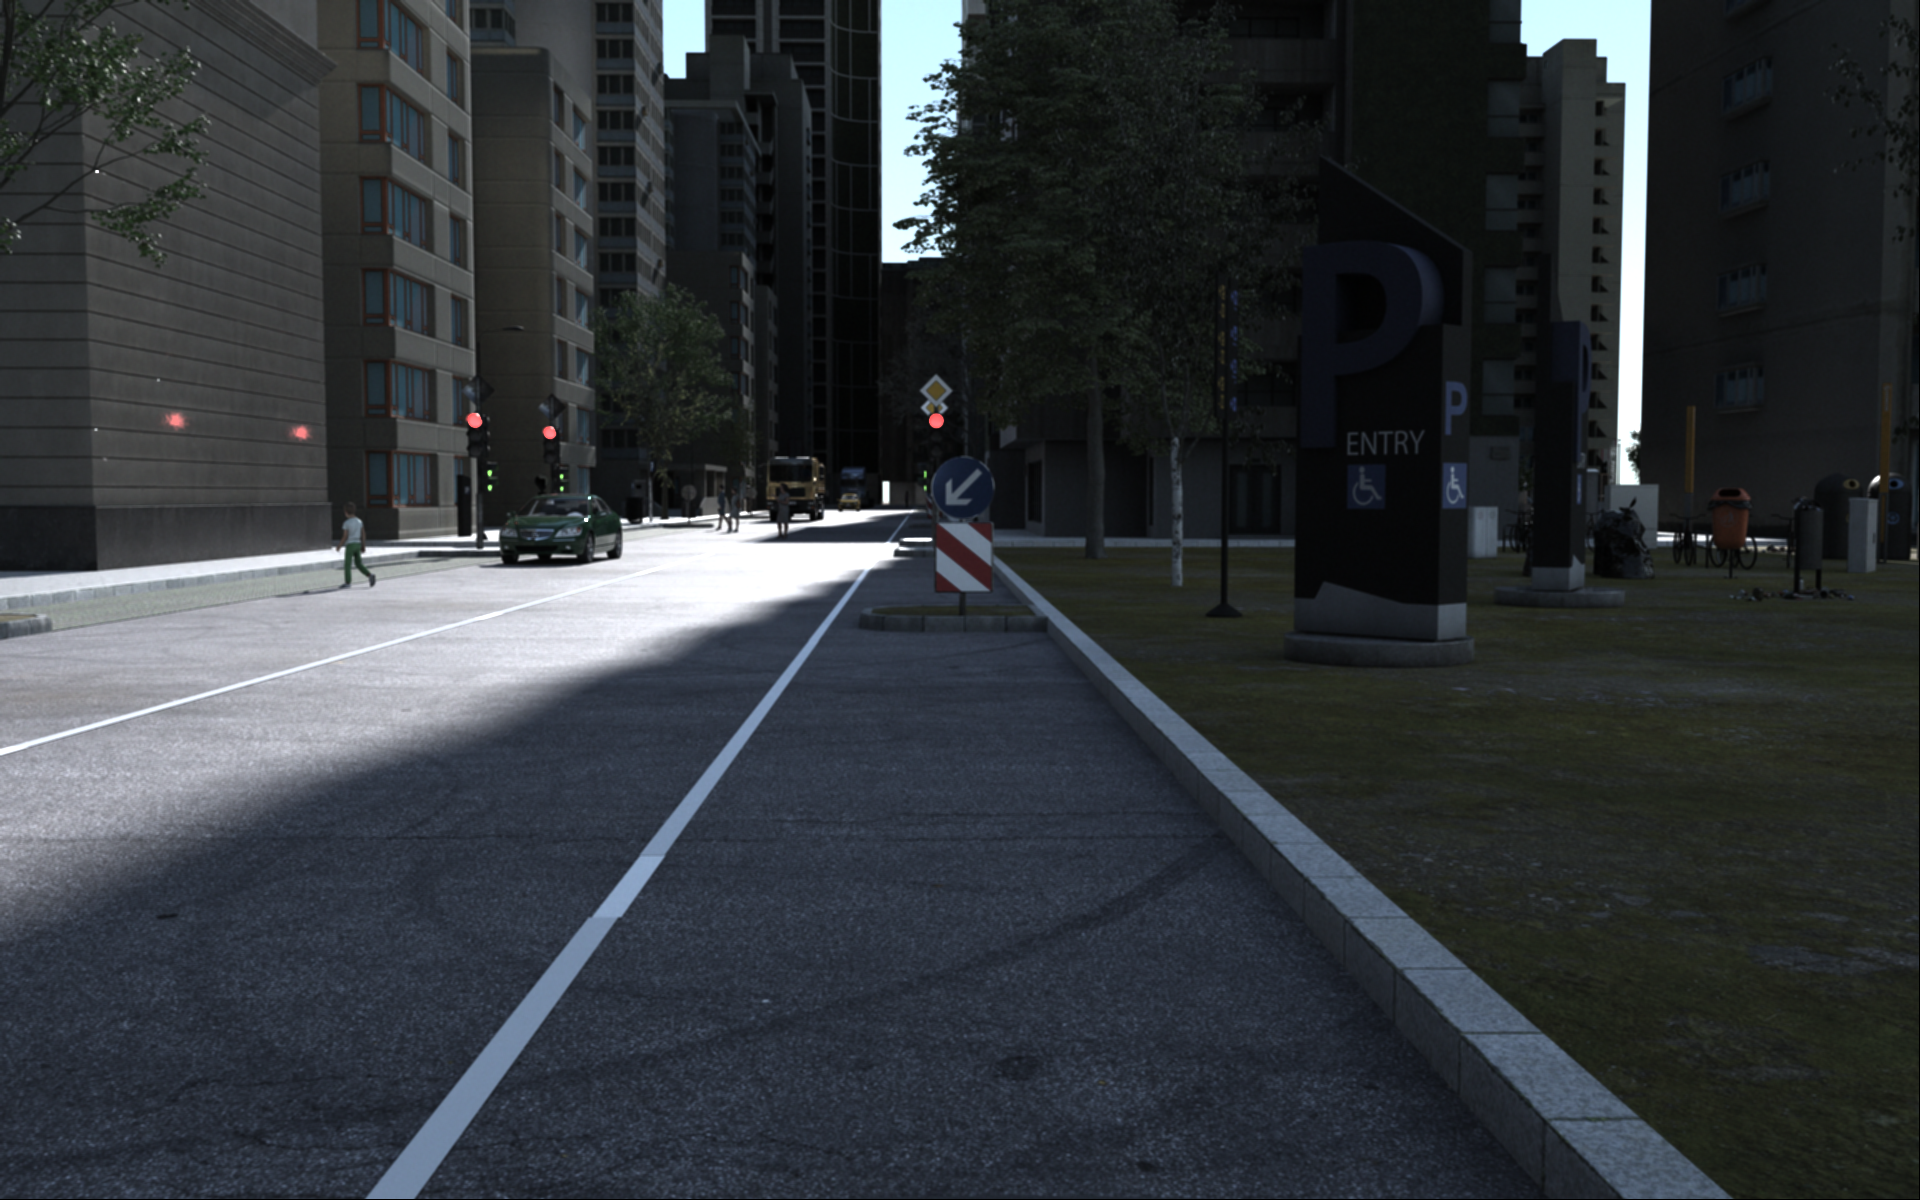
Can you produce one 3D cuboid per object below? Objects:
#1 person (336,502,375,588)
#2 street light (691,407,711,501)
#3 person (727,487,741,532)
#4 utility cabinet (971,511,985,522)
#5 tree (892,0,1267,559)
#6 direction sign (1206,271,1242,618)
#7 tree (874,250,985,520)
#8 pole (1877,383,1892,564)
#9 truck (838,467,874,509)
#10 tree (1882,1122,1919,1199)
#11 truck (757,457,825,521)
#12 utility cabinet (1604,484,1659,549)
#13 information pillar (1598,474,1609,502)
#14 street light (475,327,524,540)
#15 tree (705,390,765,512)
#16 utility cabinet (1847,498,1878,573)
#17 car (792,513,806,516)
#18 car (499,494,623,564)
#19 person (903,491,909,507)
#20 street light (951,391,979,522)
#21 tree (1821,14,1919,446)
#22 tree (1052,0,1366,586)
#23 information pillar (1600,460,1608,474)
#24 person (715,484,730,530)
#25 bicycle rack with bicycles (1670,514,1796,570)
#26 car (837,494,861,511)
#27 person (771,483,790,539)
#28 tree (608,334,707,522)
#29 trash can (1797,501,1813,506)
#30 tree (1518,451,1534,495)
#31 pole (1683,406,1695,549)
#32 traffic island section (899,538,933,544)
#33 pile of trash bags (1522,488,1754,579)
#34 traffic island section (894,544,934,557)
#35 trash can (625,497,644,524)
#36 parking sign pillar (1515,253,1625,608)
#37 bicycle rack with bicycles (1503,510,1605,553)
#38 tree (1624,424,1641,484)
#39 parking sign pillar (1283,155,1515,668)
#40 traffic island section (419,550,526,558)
[{"bbox_3d":[-9.252,-0.842,26.507,0.590,1.304,0.306,1,4,11],"label":"person"},{"bbox_3d":[-13.737,-7.321,92.240,1.470,5.913,1.316,0,4,-1],"label":"street light"},{"bbox_3d":[-8.462,-3.401,65.118,0.522,1.701,0.512,1,4,19],"label":"person"},{"bbox_3d":[0.982,-4.282,81.171,1.020,1.237,0.306,3,5,41],"label":"utility cabinet"},{"bbox_3d":[2.289,-7.102,34.245,7.486,12.596,7.792,0,3,0],"label":"tree"},{"bbox_3d":[2.770,-1.595,18.069,0.379,3.537,0.876,1,4,22],"label":"direction sign"},{"bbox_3d":[0.893,-10.682,85.017,12.009,13.543,11.850,0,3,0],"label":"tree"},{"bbox_3d":[17.010,-2.326,31.865,0.158,3.312,0.155,0,3,0],"label":"pole"},{"bbox_3d":[-10.467,-11.481,177.474,2.967,4.110,18.799,0,3,0],"label":"truck"},{"bbox_3d":[2.331,-4.705,2.690,9.928,11.665,9.643,0,3,0],"label":"tree"},{"bbox_3d":[-8.874,-5.990,93.856,3.469,3.379,9.791,0,4,-1],"label":"truck"},{"bbox_3d":[15.418,-1.906,39.834,1.173,1.500,0.318,0,4,-7],"label":"utility cabinet"},{"bbox_3d":[23.125,-3.539,62.359,0.304,2.012,0.304,-1,4,-10],"label":"information pillar"},{"bbox_3d":[-12.795,-4.624,48.149,1.470,5.913,1.316,0,4,-1],"label":"street light"},{"bbox_3d":[-15.368,-10.387,120.194,4.737,8.622,4.395,0,3,0],"label":"tree"},{"bbox_3d":[14.881,-1.063,28.539,0.306,1.237,1.020,3,4,36],"label":"utility cabinet"},{"bbox_3d":[-10.130,-6.081,111.223,2.131,1.459,4.920,0,4,-1],"label":"car"},{"bbox_3d":[-8.496,-1.552,37.168,2.131,1.459,4.920,0,4,1],"label":"car"},{"bbox_3d":[-5.752,-10.753,185.001,0.721,1.739,1.217,-2,4,-30],"label":"person"},{"bbox_3d":[0.186,-6.478,78.456,1.470,5.913,1.316,0,4,-1],"label":"street light"},{"bbox_3d":[10.026,-3.964,15.175,4.360,8.622,3.978,0,3,0],"label":"tree"},{"bbox_3d":[3.085,-4.483,23.664,4.360,8.622,3.978,0,3,0],"label":"tree"},{"bbox_3d":[44.265,-7.809,119.025,0.504,3.616,0.183,2,4,31],"label":"information pillar"},{"bbox_3d":[-9.456,-3.708,69.142,0.654,1.822,0.581,0,4,8],"label":"person"},{"bbox_3d":[13.842,-1.041,30.403,2.852,0.926,2.925,1,4,18],"label":"bicycle rack with bicycles"},{"bbox_3d":[-9.190,-8.176,143.896,2.015,1.641,3.980,0,4,-1],"label":"car"},{"bbox_3d":[-5.788,-2.854,55.523,0.532,1.782,0.716,-3,5,-40],"label":"person"},{"bbox_3d":[-14.079,-7.922,79.889,4.360,8.622,3.978,0,3,0],"label":"tree"},{"bbox_3d":[17.888,-1.500,36.183,0.748,1.137,0.748,0,3,0],"label":"trash can"},{"bbox_3d":[22.012,-4.540,68.826,1.663,3.219,1.824,0,3,0],"label":"tree"},{"bbox_3d":[16.910,-2.833,40.158,0.158,3.312,0.155,0,3,0],"label":"pole"},{"bbox_3d":[-0.694,-1.612,48.632,2.009,0.180,2.903,0,4,-1],"label":"traffic island section"},{"bbox_3d":[10.421,-1.047,26.878,3.447,1.369,1.912,2,4,31],"label":"pile of trash bags"},{"bbox_3d":[-0.532,-1.123,40.649,2.009,0.180,2.903,0,4,-1],"label":"traffic island section"},{"bbox_3d":[-14.023,-3.865,74.848,0.748,1.137,0.748,0,3,0],"label":"trash can"},{"bbox_3d":[6.957,-1.929,20.015,1.447,3.967,1.447,2,4,27],"label":"parking sign pillar"},{"bbox_3d":[13.068,-1.522,38.267,2.925,0.926,2.852,-3,5,-44],"label":"bicycle rack with bicycles"},{"bbox_3d":[28.498,-5.274,69.950,4.285,4.588,4.351,0,3,0],"label":"tree"},{"bbox_3d":[3.255,-1.523,13.380,1.447,3.967,1.447,-3,5,-44],"label":"parking sign pillar"},{"bbox_3d":[-11.222,-1.111,40.438,2.009,0.180,2.903,0,4,-1],"label":"traffic island section"}]
